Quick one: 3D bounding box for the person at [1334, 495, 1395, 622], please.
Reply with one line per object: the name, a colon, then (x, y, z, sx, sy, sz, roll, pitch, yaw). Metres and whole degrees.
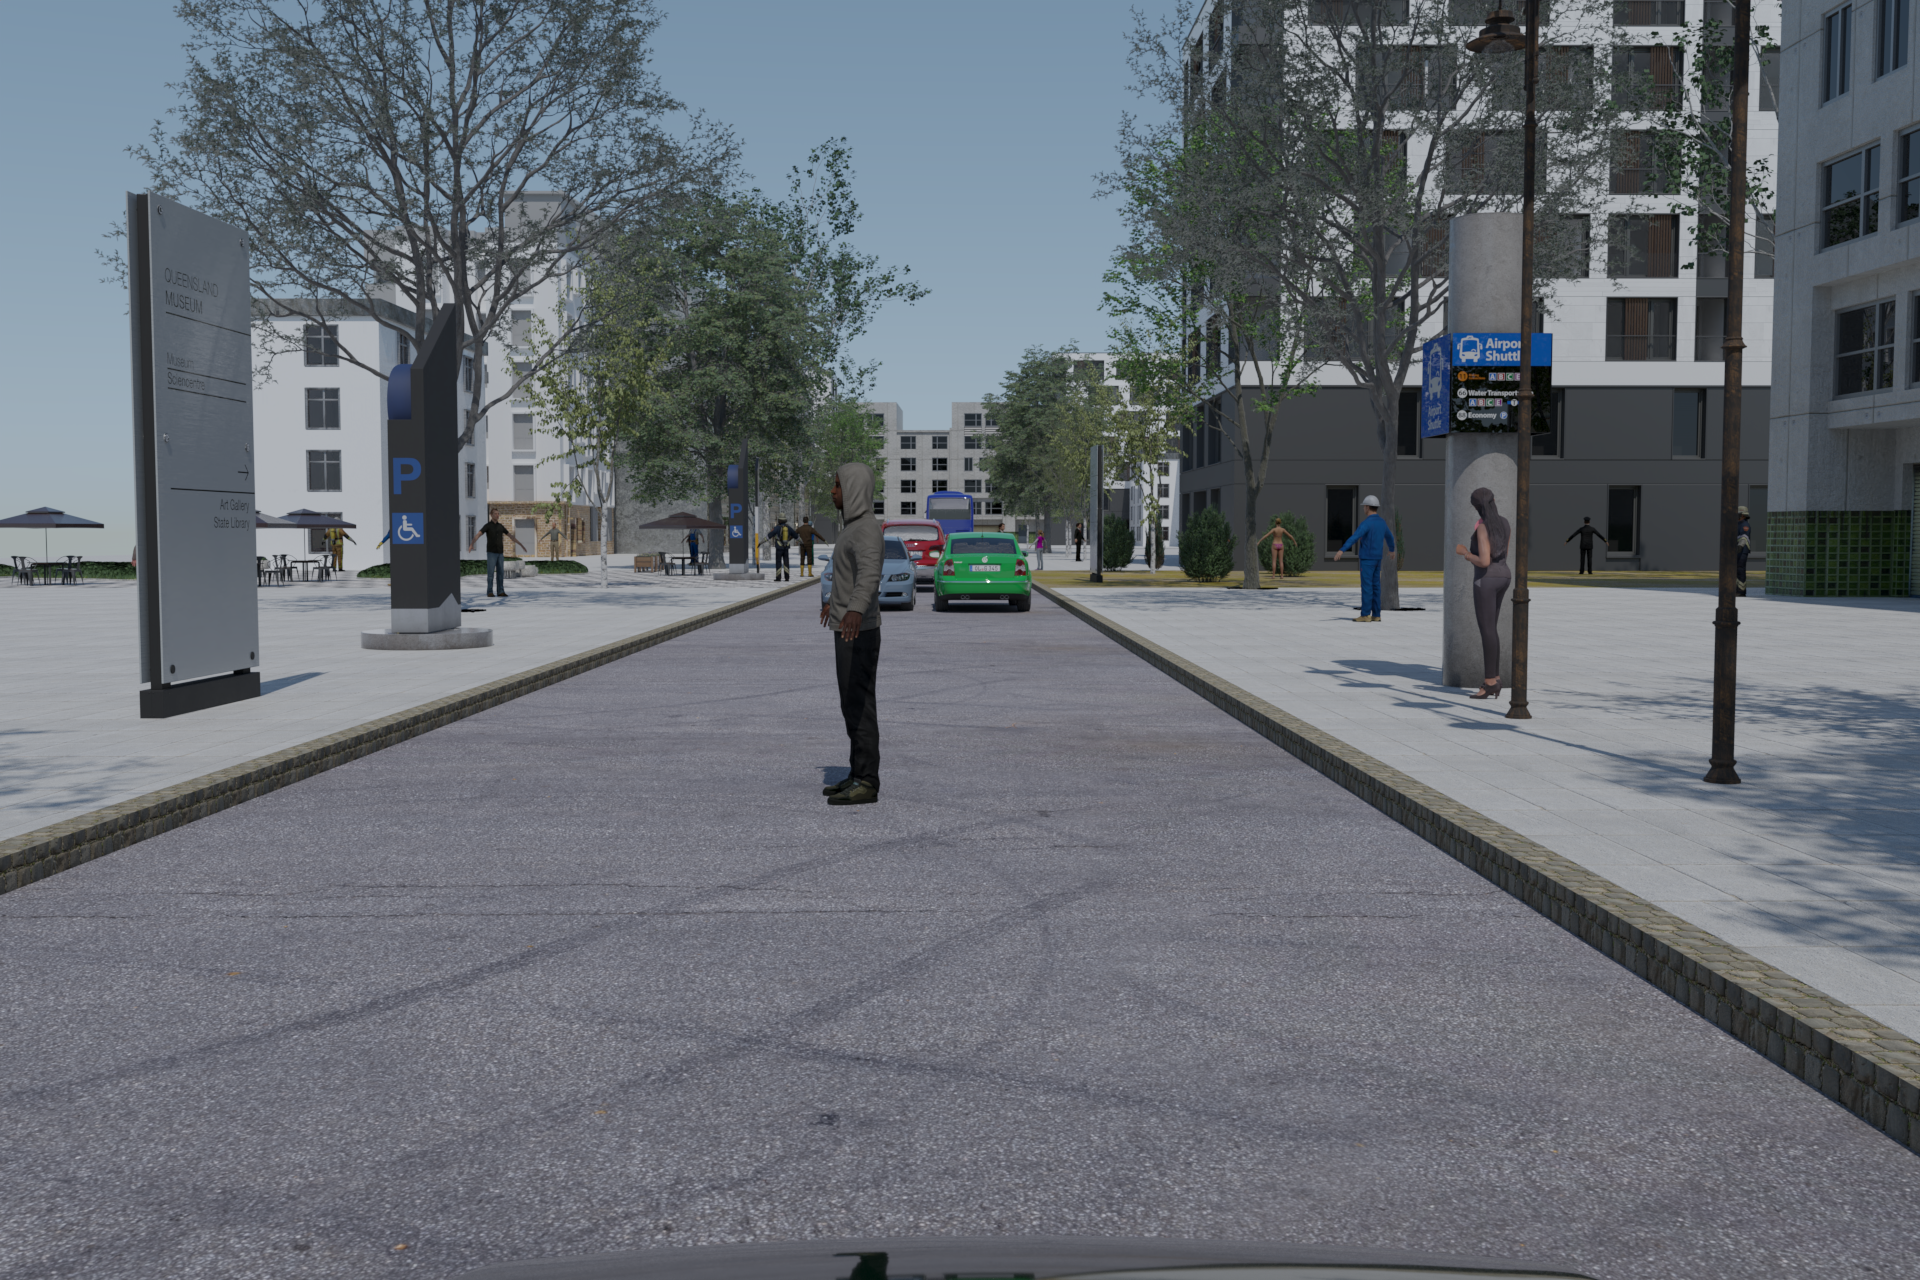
person: (5.977, -1.188, 25.304, 1.347, 1.842, 0.705, -3, 5, -39)

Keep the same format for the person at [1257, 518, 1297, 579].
person: (9.070, -2.616, 49.580, 1.217, 1.733, 0.721, -1, 4, -8)

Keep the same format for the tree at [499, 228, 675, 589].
tree: (-8.516, -5.531, 40.798, 4.737, 8.622, 4.395, 0, 3, 0)

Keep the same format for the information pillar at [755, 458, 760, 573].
information pillar: (-6.185, -3.762, 52.869, 0.183, 3.616, 0.504, 0, 4, -1)

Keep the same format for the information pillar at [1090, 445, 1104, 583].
information pillar: (3.658, -3.368, 46.385, 0.184, 3.620, 1.656, 0, 4, -2)

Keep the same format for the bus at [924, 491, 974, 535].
bus: (-0.635, -6.540, 98.473, 2.896, 3.916, 12.251, 0, 4, -1)

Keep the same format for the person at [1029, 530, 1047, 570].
person: (2.787, -3.192, 61.451, 0.599, 1.433, 0.991, 3, 5, 41)

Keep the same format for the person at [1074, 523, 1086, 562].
person: (5.543, -4.552, 80.609, 0.705, 1.806, 1.347, 1, 4, 23)

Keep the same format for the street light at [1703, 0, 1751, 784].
street light: (3.943, -2.201, 8.780, 0.468, 5.910, 1.993, 0, 4, -1)

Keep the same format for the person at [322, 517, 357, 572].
person: (-21.189, -3.254, 58.974, 1.354, 1.858, 0.705, 1, 4, 16)

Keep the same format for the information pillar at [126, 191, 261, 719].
information pillar: (-5.610, -1.311, 12.745, 0.184, 3.620, 1.656, 0, 4, 0)

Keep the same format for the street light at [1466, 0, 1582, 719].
street light: (3.894, -2.392, 11.897, 0.468, 5.910, 1.993, 0, 4, 0)

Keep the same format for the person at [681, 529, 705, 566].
person: (-10.793, -3.942, 70.307, 1.347, 1.847, 0.705, 3, 5, 39)

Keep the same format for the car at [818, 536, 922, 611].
car: (-1.740, -1.338, 33.884, 2.014, 1.417, 4.499, 0, 4, -1)

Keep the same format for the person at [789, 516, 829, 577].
person: (-4.602, -2.794, 51.821, 1.346, 1.812, 0.704, 0, 4, 7)

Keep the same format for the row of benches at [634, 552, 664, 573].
row of benches: (-10.618, -2.682, 59.315, 1.422, 0.672, 4.104, 0, 4, -4)

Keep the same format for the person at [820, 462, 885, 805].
person: (-0.584, -0.044, 9.304, 0.705, 1.813, 1.348, -1, 4, -9)

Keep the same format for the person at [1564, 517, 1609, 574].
person: (19.915, -3.005, 55.062, 1.347, 1.837, 0.705, 1, 4, 17)

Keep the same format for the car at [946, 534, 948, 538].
car: (-1.338, -2.595, 51.098, 2.281, 1.827, 5.304, 0, 4, 0)

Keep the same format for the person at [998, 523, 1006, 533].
person: (1.452, -3.091, 59.175, 1.347, 1.806, 0.705, -3, 5, -44)

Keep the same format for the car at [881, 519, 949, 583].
car: (-1.244, -2.185, 44.396, 2.281, 1.827, 5.304, 0, 4, -1)

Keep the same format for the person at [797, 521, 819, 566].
person: (-6.138, -3.939, 70.524, 0.704, 1.817, 1.347, 2, 4, 33)

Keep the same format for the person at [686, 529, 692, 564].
person: (-11.333, -4.084, 72.998, 0.704, 1.802, 1.346, -1, 4, -18)

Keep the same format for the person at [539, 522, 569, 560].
person: (-18.008, -4.318, 76.870, 1.348, 1.796, 0.705, 0, 4, 4)

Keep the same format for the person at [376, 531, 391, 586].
person: (-13.965, -2.259, 42.900, 0.705, 1.833, 1.349, 1, 4, 16)

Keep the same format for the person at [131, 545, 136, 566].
person: (-13.626, -1.408, 29.614, 0.990, 1.755, 0.434, -2, 4, -23)

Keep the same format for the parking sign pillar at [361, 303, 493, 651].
parking sign pillar: (-6.079, -1.908, 19.660, 1.447, 3.967, 1.447, 0, 4, 0)

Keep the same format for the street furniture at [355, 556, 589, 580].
street furniture: (-14.898, -2.324, 53.631, 5.734, 0.657, 10.072, 0, 4, 3)

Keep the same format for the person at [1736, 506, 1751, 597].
person: (15.913, -1.804, 35.358, 0.704, 1.845, 1.351, 1, 4, 19)

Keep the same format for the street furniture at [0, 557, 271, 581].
street furniture: (-25.296, -2.159, 50.927, 10.072, 0.657, 5.734, 1, 4, 23)

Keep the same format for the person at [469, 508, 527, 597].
person: (-9.459, -1.779, 35.309, 0.705, 1.803, 1.348, 3, 5, 42)

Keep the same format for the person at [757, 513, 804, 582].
person: (-4.792, -2.497, 46.610, 1.354, 1.856, 0.705, -2, 4, -27)

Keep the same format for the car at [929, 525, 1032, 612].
car: (0.387, -1.506, 33.414, 1.959, 1.807, 4.718, 0, 4, -2)

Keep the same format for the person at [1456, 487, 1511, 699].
person: (4.091, -0.370, 13.561, 0.415, 1.643, 0.593, 0, 4, 2)

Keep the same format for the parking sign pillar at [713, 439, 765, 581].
parking sign pillar: (-6.181, -3.662, 48.347, 1.447, 3.967, 1.447, 0, 4, -1)
